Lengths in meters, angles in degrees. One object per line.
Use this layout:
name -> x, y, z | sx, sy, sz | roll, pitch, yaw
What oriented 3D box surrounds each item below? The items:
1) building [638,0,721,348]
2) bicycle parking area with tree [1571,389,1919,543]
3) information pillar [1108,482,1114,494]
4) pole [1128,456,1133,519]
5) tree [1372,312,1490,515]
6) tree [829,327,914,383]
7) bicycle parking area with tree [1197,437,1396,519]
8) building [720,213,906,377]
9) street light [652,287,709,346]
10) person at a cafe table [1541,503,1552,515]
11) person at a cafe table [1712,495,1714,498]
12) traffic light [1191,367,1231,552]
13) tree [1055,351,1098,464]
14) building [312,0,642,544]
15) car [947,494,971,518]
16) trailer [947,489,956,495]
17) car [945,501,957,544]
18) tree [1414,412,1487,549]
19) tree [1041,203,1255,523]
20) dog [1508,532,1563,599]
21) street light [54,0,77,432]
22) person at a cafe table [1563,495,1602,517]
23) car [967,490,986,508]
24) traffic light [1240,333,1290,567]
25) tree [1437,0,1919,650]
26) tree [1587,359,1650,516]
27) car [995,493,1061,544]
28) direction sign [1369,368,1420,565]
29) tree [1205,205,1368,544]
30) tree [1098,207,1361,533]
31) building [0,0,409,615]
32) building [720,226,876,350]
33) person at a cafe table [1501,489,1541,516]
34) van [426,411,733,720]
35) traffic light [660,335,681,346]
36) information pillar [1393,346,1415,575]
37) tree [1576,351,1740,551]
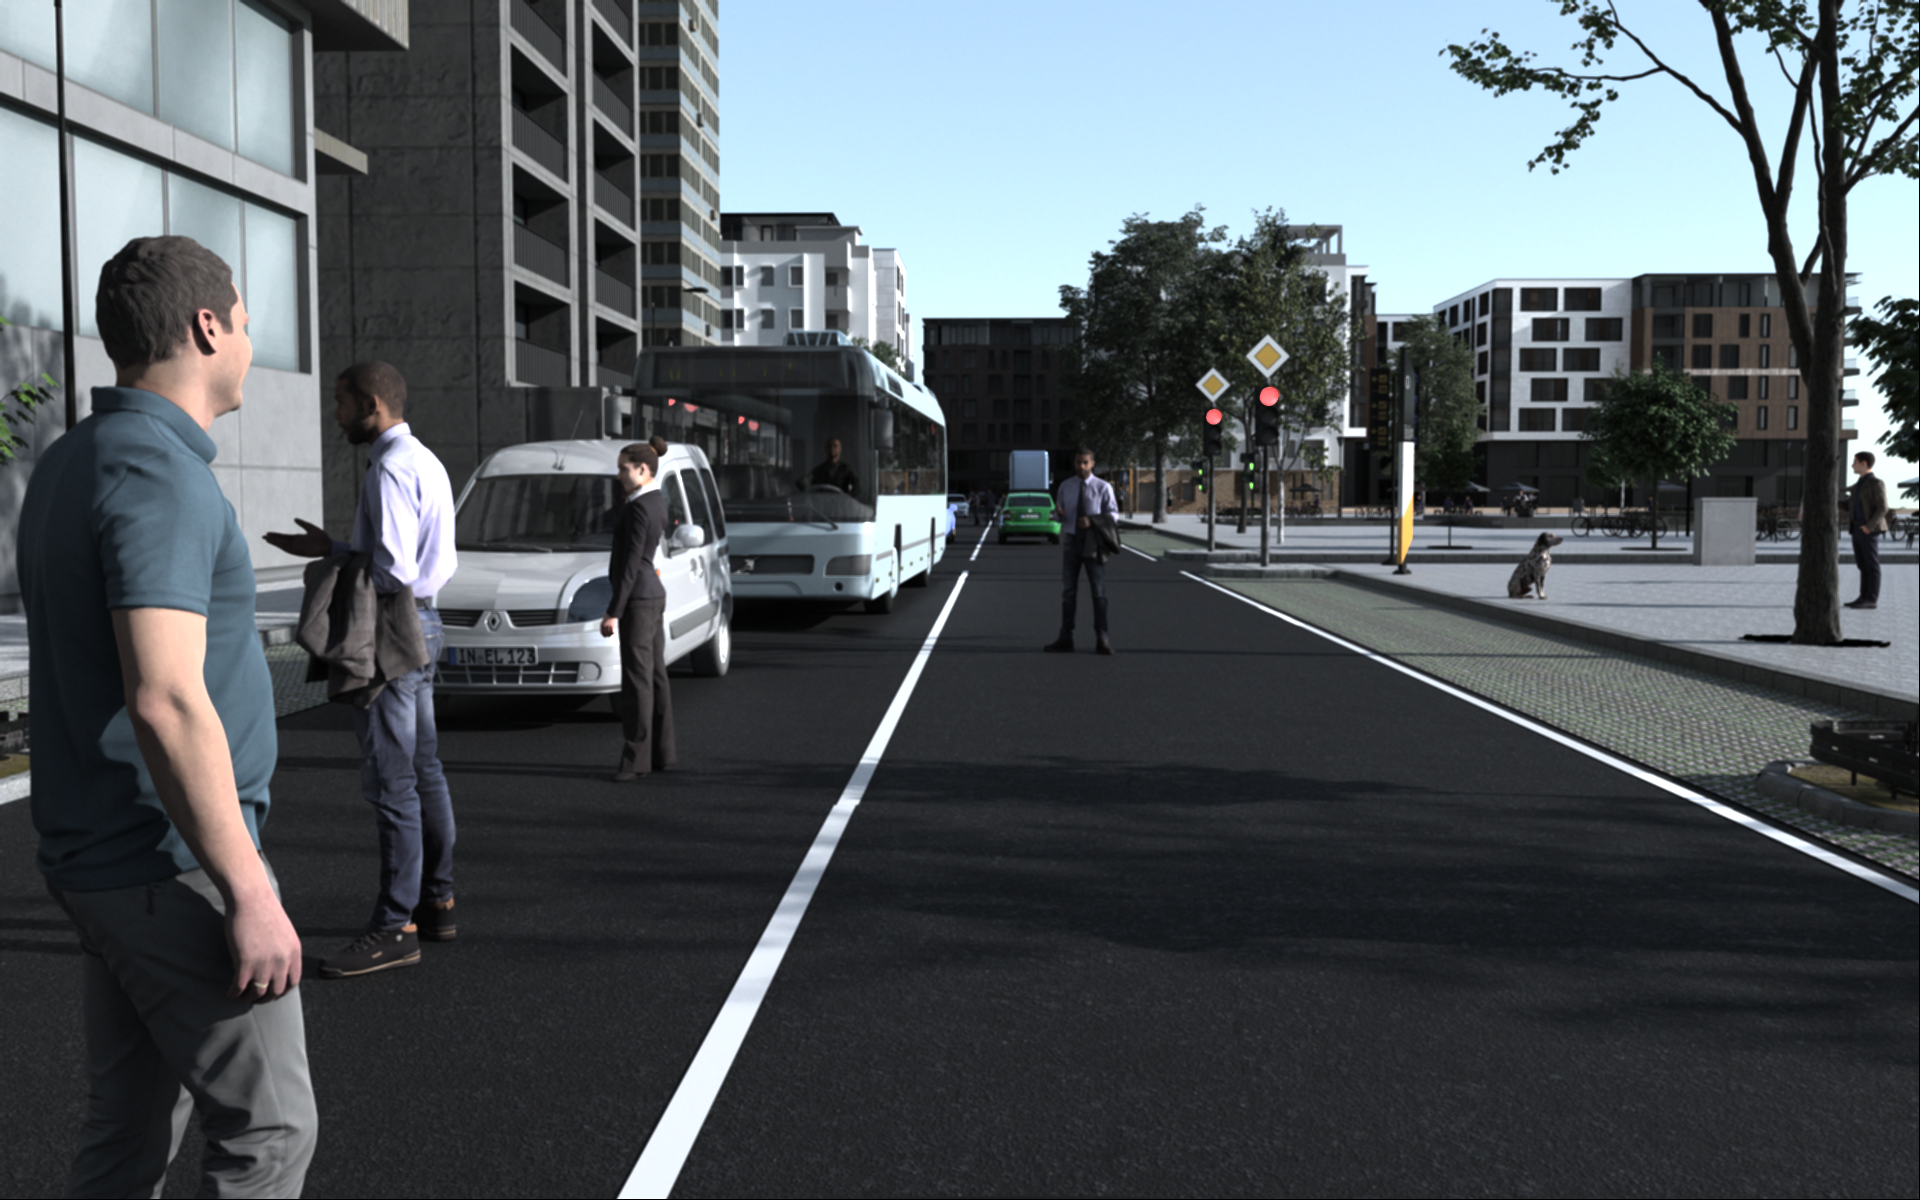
building -> -25.116, -24.094, 85.812 | 32.217, 40.220, 23.993 | 0, 4, 1
bicycle parking area with tree -> 23.167, -3.849, 49.934 | 9.016, 4.147, 8.231 | -1, 4, -9
information pillar -> 8.938, -6.027, 103.041 | 0.304, 2.012, 0.304 | -2, 4, -34
pole -> 8.827, -5.856, 89.587 | 0.158, 3.312, 0.155 | 0, 3, 0
tree -> 29.402, -11.642, 108.482 | 7.486, 12.596, 7.792 | 0, 3, 0
tree -> -6.198, -11.178, 108.518 | 9.928, 11.665, 9.643 | 0, 3, 0
bicycle parking area with tree -> 17.282, -6.214, 88.596 | 9.016, 4.147, 8.231 | -2, 4, -33
building -> -19.306, -18.259, 142.503 | 27.936, 21.610, 32.646 | 0, 4, 1
street light -> -6.338, -4.067, 39.032 | 1.470, 5.913, 1.316 | 0, 4, 1
person at a cafe table -> 36.322, -6.142, 108.937 | 1.622, 1.524, 1.698 | 2, 4, 24
person at a cafe table -> 45.071, -5.692, 103.926 | 1.698, 1.238, 1.726 | 1, 4, 15
traffic light -> 5.576, -3.029, 38.448 | 0.839, 4.253, 0.868 | 0, 4, 1
tree -> 9.689, -10.938, 113.254 | 7.601, 10.594, 8.767 | 0, 4, 5
building -> -18.064, -37.293, 47.994 | 20.563, 71.187, 20.611 | 0, 4, 1
car -> -0.344, -5.680, 104.866 | 2.014, 1.417, 4.499 | 0, 4, 2
trailer -> -1.002, -10.556, 179.636 | 1.471, 1.999, 3.904 | 0, 4, 3
car -> -1.040, -2.530, 50.953 | 1.945, 1.707, 3.694 | 0, 4, 2
tree -> 11.556, -2.827, 40.816 | 1.663, 3.219, 1.824 | 0, 3, 0
tree -> 8.709, -10.359, 76.027 | 9.857, 13.997, 8.962 | 0, 3, 0
dog -> 7.019, -0.431, 21.426 | 0.513, 0.831, 0.800 | -1, 4, -9
street light -> -6.986, -2.571, 14.579 | 1.470, 5.913, 1.316 | 0, 4, 1
person at a cafe table -> 30.835, -4.596, 86.013 | 1.698, 1.238, 1.726 | 2, 4, 31
car -> 1.842, -10.435, 179.283 | 2.281, 1.827, 5.304 | 0, 4, 1
traffic light -> 5.367, -2.541, 30.466 | 0.839, 4.253, 0.868 | 0, 4, 1
tree -> 7.179, -5.430, 14.537 | 9.928, 11.665, 9.643 | 0, 3, 0
tree -> 36.510, -8.822, 94.600 | 4.737, 8.622, 4.395 | 0, 3, 0
car -> 1.999, -2.565, 50.728 | 1.959, 1.807, 4.718 | 0, 4, 1
direction sign -> 7.813, -2.399, 31.220 | 0.876, 3.537, 0.379 | 0, 4, 6
tree -> 8.223, -5.730, 44.054 | 4.737, 8.622, 4.395 | 0, 3, 0
tree -> 9.531, -7.454, 56.288 | 7.601, 10.594, 8.767 | 1, 4, 22
building -> -22.465, -26.023, 14.715 | 27.495, 52.752, 28.713 | 0, 4, 1
building -> -13.737, -16.147, 120.425 | 16.016, 20.091, 11.380 | 0, 4, 1
person at a cafe table -> 28.255, -4.827, 87.438 | 1.698, 1.524, 1.622 | 1, 4, 21
van -> -2.710, -0.323, 12.295 | 2.013, 2.044, 4.112 | 0, 4, 2
traffic light -> -5.111, -2.557, 30.724 | 0.839, 4.253, 0.868 | 0, 4, 1
information pillar -> 7.132, -2.224, 27.710 | 0.183, 3.616, 0.504 | 2, 4, 34
tree -> 15.967, -3.435, 39.882 | 4.285, 4.588, 4.351 | 0, 3, 0
